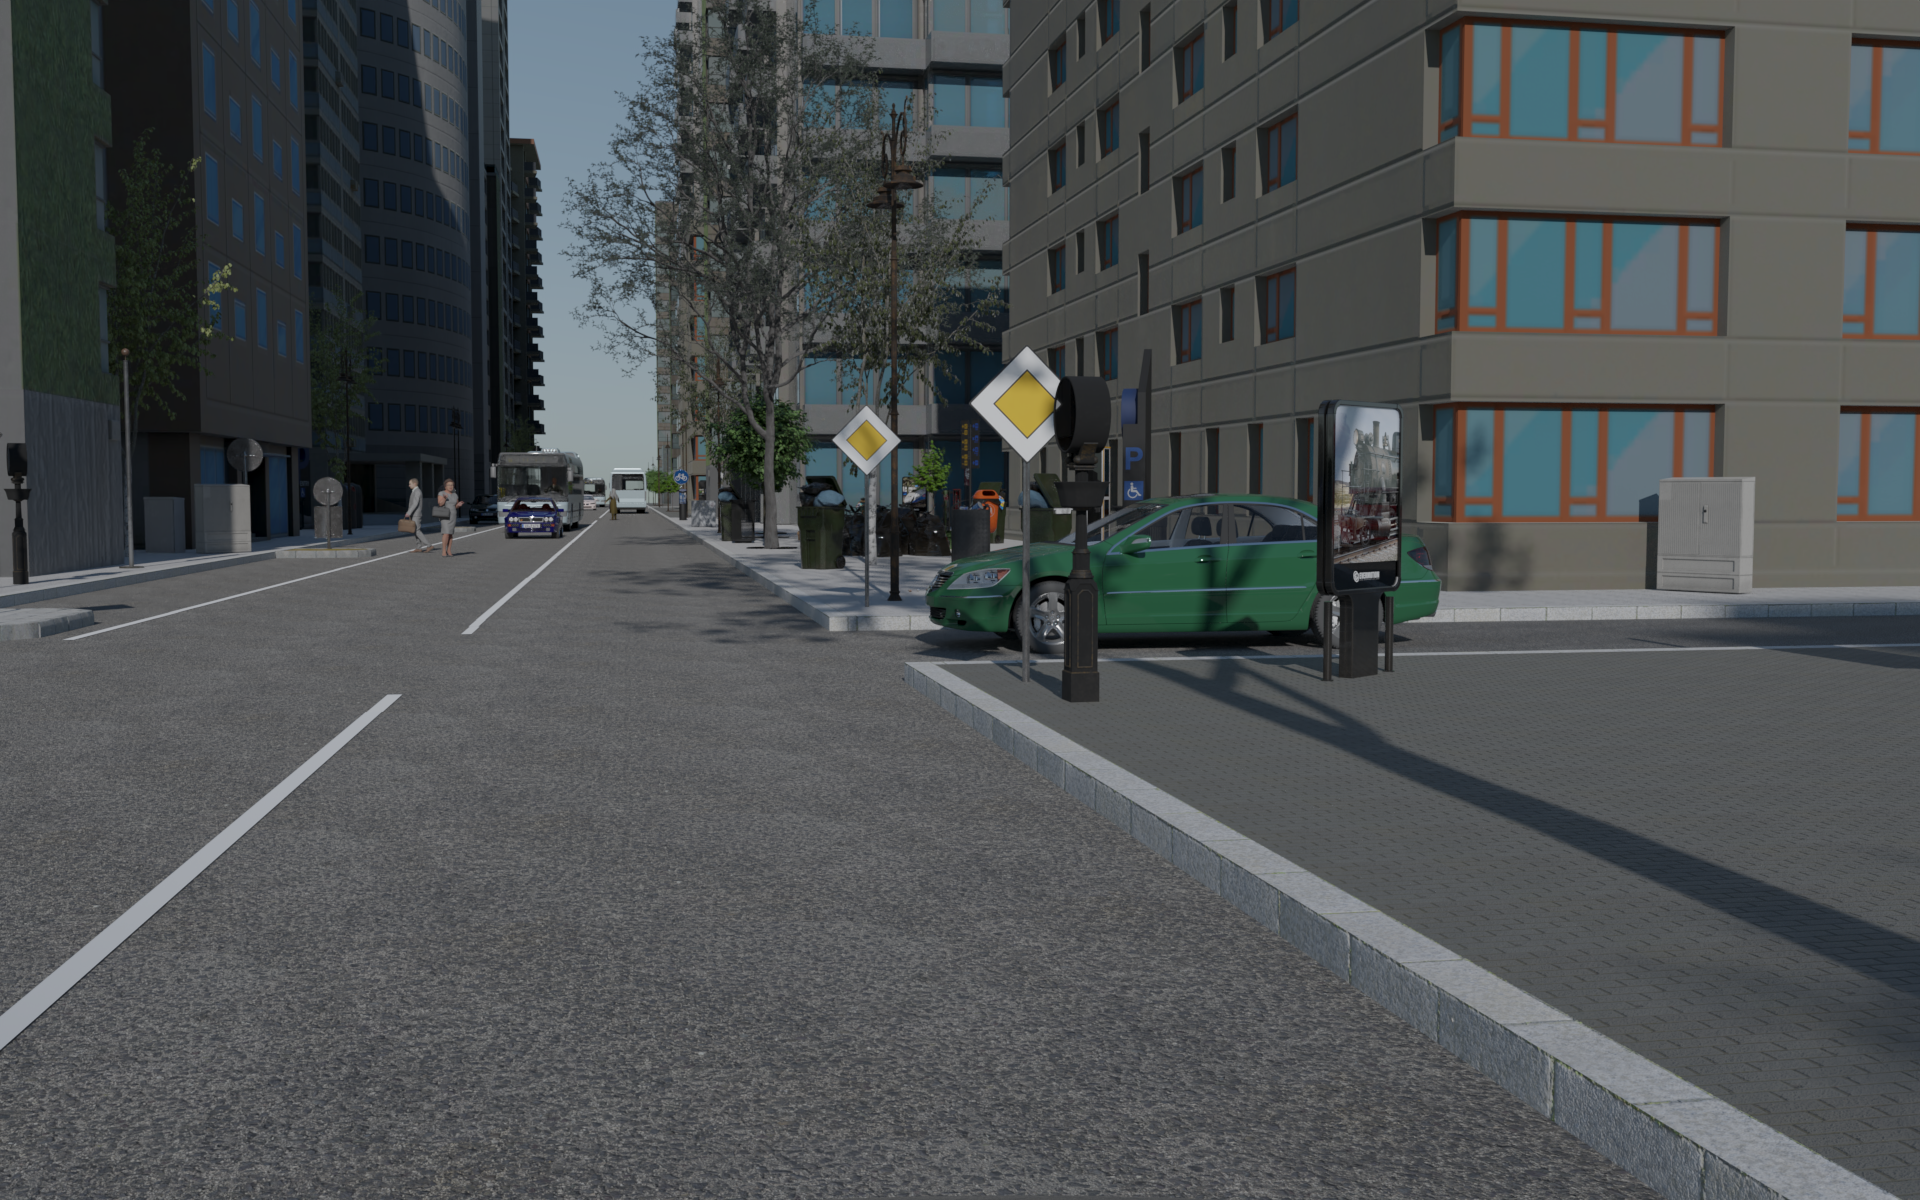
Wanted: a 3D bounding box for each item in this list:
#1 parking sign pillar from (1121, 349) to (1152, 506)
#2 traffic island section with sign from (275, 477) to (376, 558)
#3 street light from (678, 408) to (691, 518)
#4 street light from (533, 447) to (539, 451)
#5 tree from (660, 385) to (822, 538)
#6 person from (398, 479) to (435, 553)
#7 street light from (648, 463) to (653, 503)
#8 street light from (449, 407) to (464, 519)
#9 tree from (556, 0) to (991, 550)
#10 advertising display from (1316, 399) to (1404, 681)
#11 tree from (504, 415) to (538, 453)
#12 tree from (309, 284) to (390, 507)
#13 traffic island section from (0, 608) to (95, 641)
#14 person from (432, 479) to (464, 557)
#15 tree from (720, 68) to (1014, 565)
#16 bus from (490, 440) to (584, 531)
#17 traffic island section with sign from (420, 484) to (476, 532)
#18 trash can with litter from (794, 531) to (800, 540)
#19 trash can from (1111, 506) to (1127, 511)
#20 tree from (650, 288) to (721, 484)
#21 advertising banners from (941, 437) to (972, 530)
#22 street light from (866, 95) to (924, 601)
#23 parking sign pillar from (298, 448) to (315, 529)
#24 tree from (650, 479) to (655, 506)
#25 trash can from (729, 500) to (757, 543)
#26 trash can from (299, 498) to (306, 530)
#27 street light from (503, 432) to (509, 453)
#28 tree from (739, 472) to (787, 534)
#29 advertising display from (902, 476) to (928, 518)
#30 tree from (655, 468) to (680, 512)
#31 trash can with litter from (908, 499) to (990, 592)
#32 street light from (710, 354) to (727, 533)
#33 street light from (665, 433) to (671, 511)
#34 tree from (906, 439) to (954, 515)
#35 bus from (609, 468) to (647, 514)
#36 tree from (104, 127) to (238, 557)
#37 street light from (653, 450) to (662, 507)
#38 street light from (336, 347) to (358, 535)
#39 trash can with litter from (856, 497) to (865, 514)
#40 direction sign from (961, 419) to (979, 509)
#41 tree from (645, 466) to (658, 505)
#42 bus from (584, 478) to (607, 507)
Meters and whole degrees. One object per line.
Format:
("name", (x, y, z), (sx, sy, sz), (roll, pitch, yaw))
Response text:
("parking sign pillar", (3.237, -2.642, 31.663), (1.447, 3.967, 1.447), (1, 4, 11))
("traffic island section with sign", (-14.530, -1.906, 39.797), (1.989, 1.847, 2.006), (-1, 4, -11))
("street light", (-15.306, -7.519, 95.718), (0.468, 5.910, 1.993), (-1, 4, -11))
("street light", (-42.458, -12.337, 174.498), (0.468, 5.910, 1.993), (-1, 4, -11))
("tree", (-5.641, -4.093, 50.641), (4.285, 4.588, 4.351), (0, 3, 0))
("person", (-13.297, -2.060, 42.305), (0.853, 1.813, 0.709), (-1, 4, -19))
("street light", (-37.819, -14.721, 213.472), (0.468, 5.910, 1.993), (-1, 4, -11))
("street light", (-26.858, -7.342, 92.825), (0.468, 5.910, 1.993), (-1, 4, -11))
("tree", (-4.556, -7.936, 40.123), (12.009, 13.543, 11.850), (0, 3, 0))
("advertising display", (2.808, -0.424, 12.146), (0.123, 1.923, 0.974), (3, 5, 43))
("tree", (-40.446, -12.717, 158.286), (4.737, 8.622, 4.395), (0, 3, 0))
("tree", (-21.770, -6.701, 59.917), (4.737, 8.622, 4.395), (0, 3, 0))
("traffic island section", (-10.310, 0.266, 17.926), (2.009, 0.180, 2.903), (-1, 4, -11))
("person", (-11.656, -1.867, 39.391), (0.532, 1.782, 0.716), (3, 5, 40))
("tree", (-1.392, -4.940, 31.137), (4.360, 8.622, 3.978), (0, 3, 0))
("bus", (-16.768, -4.576, 69.684), (2.948, 3.499, 13.247), (-1, 4, -9))
("traffic island section with sign", (-19.602, -3.526, 66.273), (1.989, 1.847, 2.006), (-1, 4, -11))
("trash can with litter", (-4.071, -2.239, 47.987), (1.055, 1.170, 0.624), (0, 4, -3))
("trash can", (2.208, -0.574, 21.036), (0.748, 1.137, 0.748), (0, 3, 0))
("tree", (-8.580, -6.752, 60.750), (4.360, 8.622, 3.978), (0, 3, 0))
("advertising banners", (-0.100, -3.563, 54.446), (0.090, 3.025, 2.074), (-2, 4, -27))
("street light", (-0.785, -2.928, 20.653), (0.468, 5.910, 1.993), (-1, 4, -11))
("parking sign pillar", (-24.281, -4.585, 63.432), (1.447, 3.967, 1.447), (0, 4, 5))
("tree", (-33.305, -11.962, 190.185), (1.663, 3.219, 1.824), (0, 3, 0))
("trash can", (-5.669, -2.057, 45.283), (0.748, 1.137, 0.748), (0, 3, 0))
("trash can", (-23.744, -3.069, 61.833), (0.748, 1.137, 0.748), (0, 3, 0))
("street light", (-33.885, -9.586, 129.525), (0.468, 5.910, 1.993), (-1, 4, -11))
("tree", (-6.034, -3.745, 55.829), (1.663, 3.219, 1.824), (0, 3, 0))
("advertising display", (-1.658, -3.564, 63.481), (0.974, 1.923, 0.123), (1, 4, 22))
("tree", (-21.178, -8.085, 126.784), (1.663, 3.219, 1.824), (0, 3, 0))
("trash can with litter", (0.514, -0.732, 23.021), (2.233, 1.210, 1.678), (1, 4, 9))
("street light", (-7.903, -5.136, 56.768), (0.468, 5.910, 1.993), (-1, 4, -11))
("street light", (-22.292, -9.747, 132.146), (0.468, 5.910, 1.993), (-1, 4, -11))
("tree", (-1.081, -4.086, 61.409), (1.663, 3.219, 1.824), (0, 3, 0))
("bus", (-24.932, -8.272, 130.108), (2.948, 3.499, 13.247), (-1, 4, -11))
("tree", (-17.049, -5.203, 35.434), (4.737, 8.622, 4.395), (0, 3, 0))
("street light", (-30.859, -12.510, 177.327), (0.468, 5.910, 1.993), (-1, 4, -11))
("street light", (-19.298, -5.005, 54.615), (0.468, 5.910, 1.993), (-1, 4, -11))
("trash can with litter", (-3.274, -3.189, 63.534), (0.624, 1.170, 1.055), (2, 4, 35))
("direction sign", (0.314, -3.724, 52.882), (0.379, 3.537, 0.876), (-3, 4, -37))
("tree", (-35.112, -13.166, 198.969), (4.285, 4.588, 4.351), (0, 3, 0))
("bus", (-40.169, -11.926, 189.849), (2.948, 3.499, 13.247), (-1, 4, -11))
